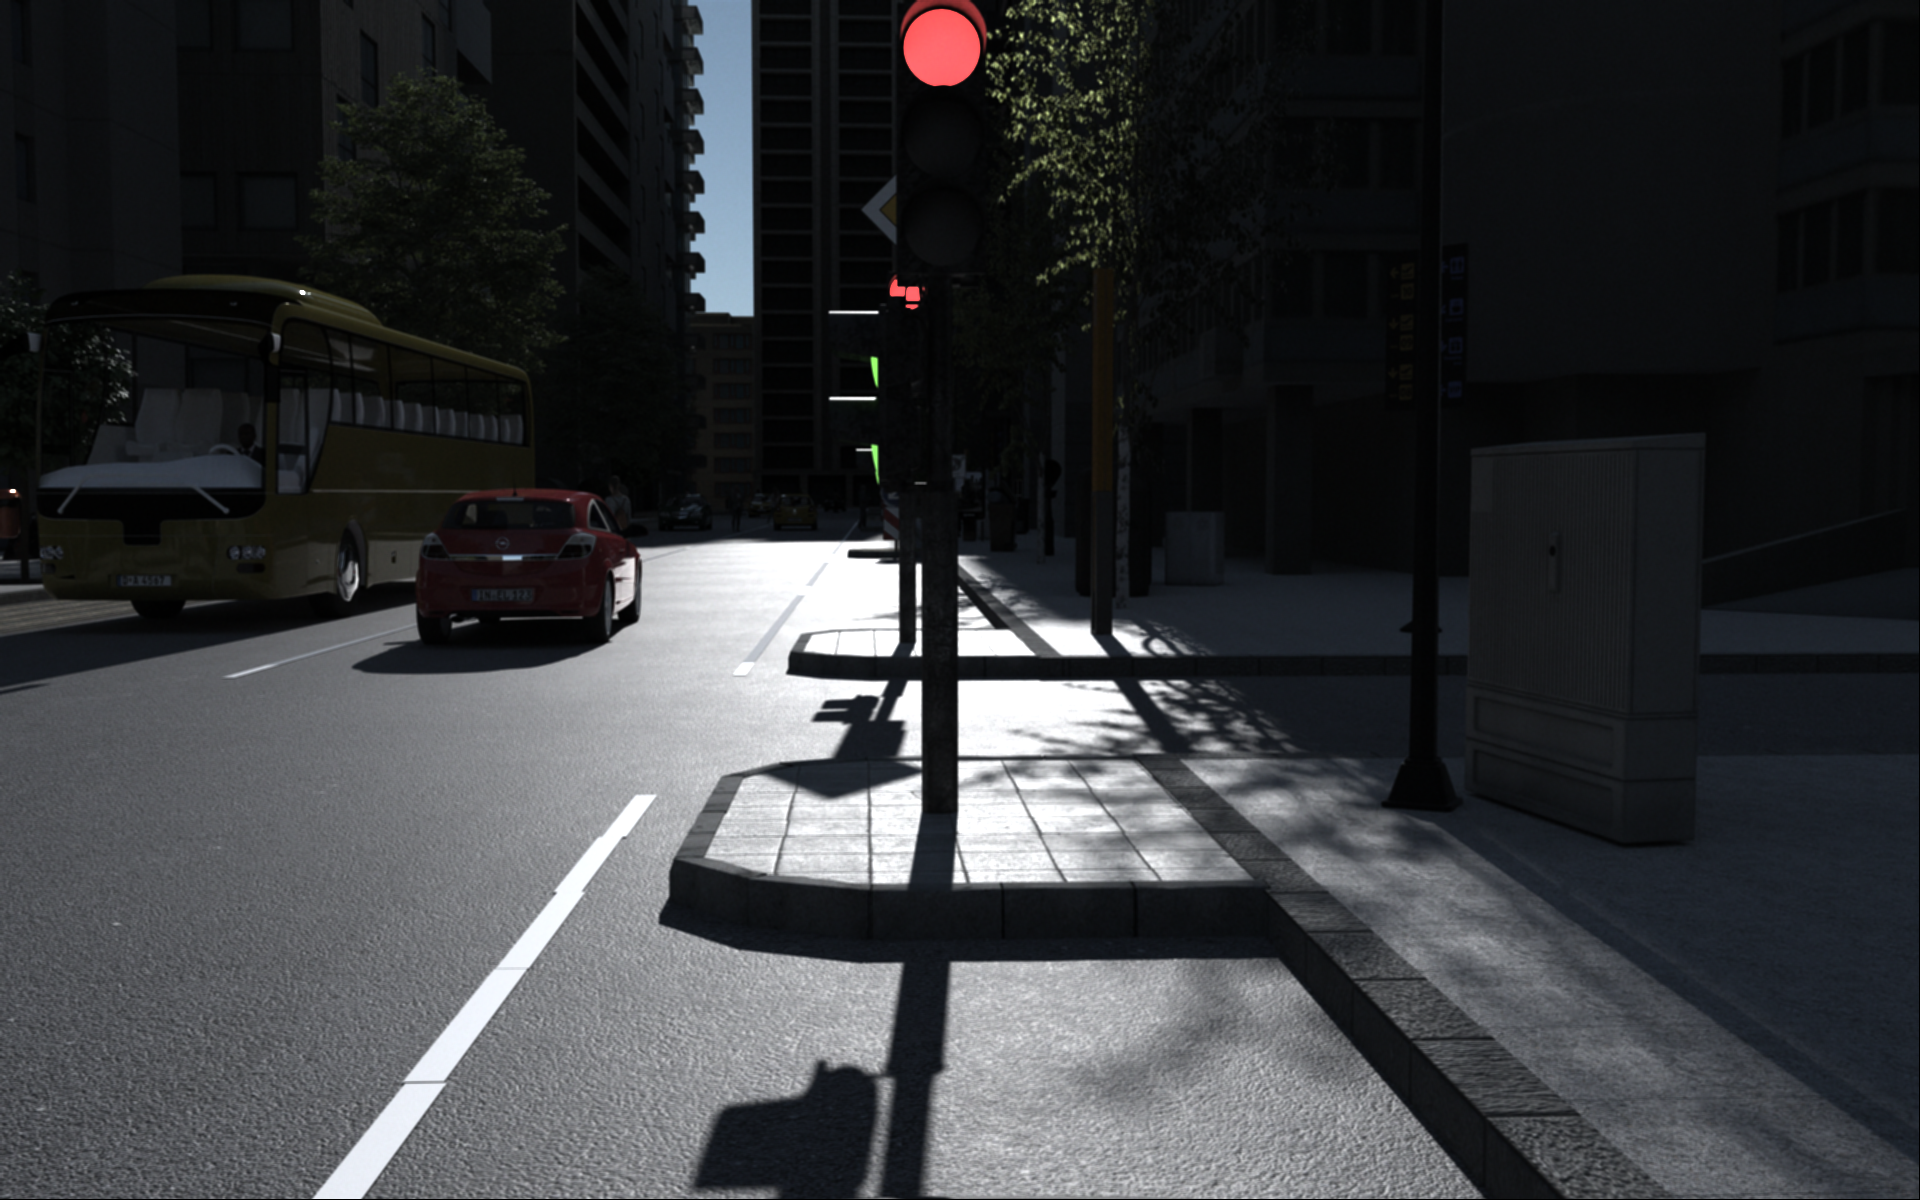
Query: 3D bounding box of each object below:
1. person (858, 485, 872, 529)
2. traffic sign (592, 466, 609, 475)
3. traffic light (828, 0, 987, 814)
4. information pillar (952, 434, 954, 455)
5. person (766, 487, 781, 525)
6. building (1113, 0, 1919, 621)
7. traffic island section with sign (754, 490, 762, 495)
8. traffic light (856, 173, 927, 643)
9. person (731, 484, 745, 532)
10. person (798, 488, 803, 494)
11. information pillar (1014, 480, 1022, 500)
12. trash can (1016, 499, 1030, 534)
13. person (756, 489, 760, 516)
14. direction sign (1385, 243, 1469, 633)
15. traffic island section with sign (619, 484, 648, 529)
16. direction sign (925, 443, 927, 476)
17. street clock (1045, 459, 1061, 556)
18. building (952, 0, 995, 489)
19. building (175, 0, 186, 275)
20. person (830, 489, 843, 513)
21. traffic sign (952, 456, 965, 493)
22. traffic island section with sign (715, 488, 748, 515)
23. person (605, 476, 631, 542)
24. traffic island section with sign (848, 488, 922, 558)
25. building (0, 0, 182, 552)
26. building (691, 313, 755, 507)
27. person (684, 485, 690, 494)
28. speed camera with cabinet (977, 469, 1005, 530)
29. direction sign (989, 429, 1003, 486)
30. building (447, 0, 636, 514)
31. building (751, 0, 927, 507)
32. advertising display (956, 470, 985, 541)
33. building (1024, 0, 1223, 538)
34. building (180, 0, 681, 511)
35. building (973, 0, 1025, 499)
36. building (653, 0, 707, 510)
[{"bbox_3d":[-3.939,-3.865,71.873,0.590,1.801,0.661,-1,4,-10],"label":"person"},{"bbox_3d":[-16.209,-4.766,78.022,0.768,2.556,0.104,0,4,7],"label":"traffic sign"},{"bbox_3d":[-0.100,-1.100,6.901,0.839,4.253,0.868,0,4,-3],"label":"traffic light"},{"bbox_3d":[-0.258,-4.615,66.812,0.183,3.616,0.504,1,4,8],"label":"information pillar"},{"bbox_3d":[-8.517,-4.280,79.068,0.643,1.750,0.593,1,4,21],"label":"person"},{"bbox_3d":[15.890,-20.833,32.505,23.993,40.220,32.217,0,4,-3],"label":"building"},{"bbox_3d":[-16.620,-8.225,143.100,1.989,1.847,2.006,0,4,-3],"label":"traffic island section with sign"},{"bbox_3d":[-0.472,-1.588,14.878,0.839,4.253,0.868,0,4,-3],"label":"traffic light"},{"bbox_3d":[-8.395,-3.484,65.643,0.537,1.800,0.526,-1,4,-18],"label":"person"},{"bbox_3d":[-10.297,-6.301,111.527,1.348,1.822,0.705,2,4,24],"label":"person"},{"bbox_3d":[2.957,-5.149,88.678,0.304,2.012,0.304,-3,5,-41],"label":"information pillar"},{"bbox_3d":[1.904,-2.671,55.332,0.748,1.137,0.748,0,3,0],"label":"trash can"},{"bbox_3d":[-13.023,-6.223,111.042,0.721,1.735,1.217,2,4,29],"label":"person"},{"bbox_3d":[4.296,-1.470,16.033,0.379,3.537,0.876,-3,4,-39],"label":"direction sign"},{"bbox_3d":[-13.059,-3.542,66.540,1.989,1.847,2.006,0,4,-3],"label":"traffic island section with sign"},{"bbox_3d":[-1.244,-5.151,76.218,0.379,3.537,0.876,-3,4,-38],"label":"direction sign"},{"bbox_3d":[1.863,-1.927,36.079,0.471,2.002,0.358,0,4,-4],"label":"street clock"},{"bbox_3d":[8.941,-32.332,152.337,21.300,48.544,21.600,0,4,-3],"label":"building"},{"bbox_3d":[-33.486,-29.066,64.465,28.713,52.752,27.495,0,4,-3],"label":"building"},{"bbox_3d":[-9.417,-7.532,131.662,1.348,1.823,0.705,3,5,41],"label":"person"},{"bbox_3d":[-0.144,-2.634,45.202,0.606,2.300,0.079,0,4,3],"label":"traffic sign"},{"bbox_3d":[-15.373,-6.578,116.174,1.989,1.847,2.006,0,4,-3],"label":"traffic island section with sign"},{"bbox_3d":[-5.178,-1.013,26.064,0.512,1.701,0.522,-3,5,-40],"label":"person"},{"bbox_3d":[-1.566,-1.892,39.566,1.989,1.847,2.006,0,4,-3],"label":"traffic island section with sign"},{"bbox_3d":[-29.782,-29.764,28.636,21.231,58.520,28.212,0,4,-3],"label":"building"},{"bbox_3d":[-36.122,-21.037,188.995,28.899,21.520,27.650,0,4,-3],"label":"building"},{"bbox_3d":[-12.248,-4.205,77.256,0.388,1.821,0.555,-3,4,-36],"label":"person"},{"bbox_3d":[1.071,-4.166,62.447,0.660,3.252,2.038,1,4,18],"label":"speed camera with cabinet"},{"bbox_3d":[1.244,-4.189,60.487,0.379,3.537,0.876,-2,4,-30],"label":"direction sign"},{"bbox_3d":[-31.034,-29.076,99.094,21.300,48.544,21.600,0,4,-3],"label":"building"},{"bbox_3d":[-11.226,-45.674,185.018,20.611,71.187,20.563,0,4,-3],"label":"building"},{"bbox_3d":[0.258,-2.573,47.285,0.974,1.923,0.123,2,4,34],"label":"advertising display"},{"bbox_3d":[12.900,-31.899,63.544,21.231,58.520,28.212,0,4,-3],"label":"building"},{"bbox_3d":[-35.061,-32.665,123.306,28.713,52.752,27.495,0,4,-3],"label":"building"},{"bbox_3d":[12.140,-27.541,104.917,22.147,44.769,28.867,0,4,-3],"label":"building"},{"bbox_3d":[-37.717,-32.363,148.741,30.456,49.044,23.786,0,4,-3],"label":"building"}]
